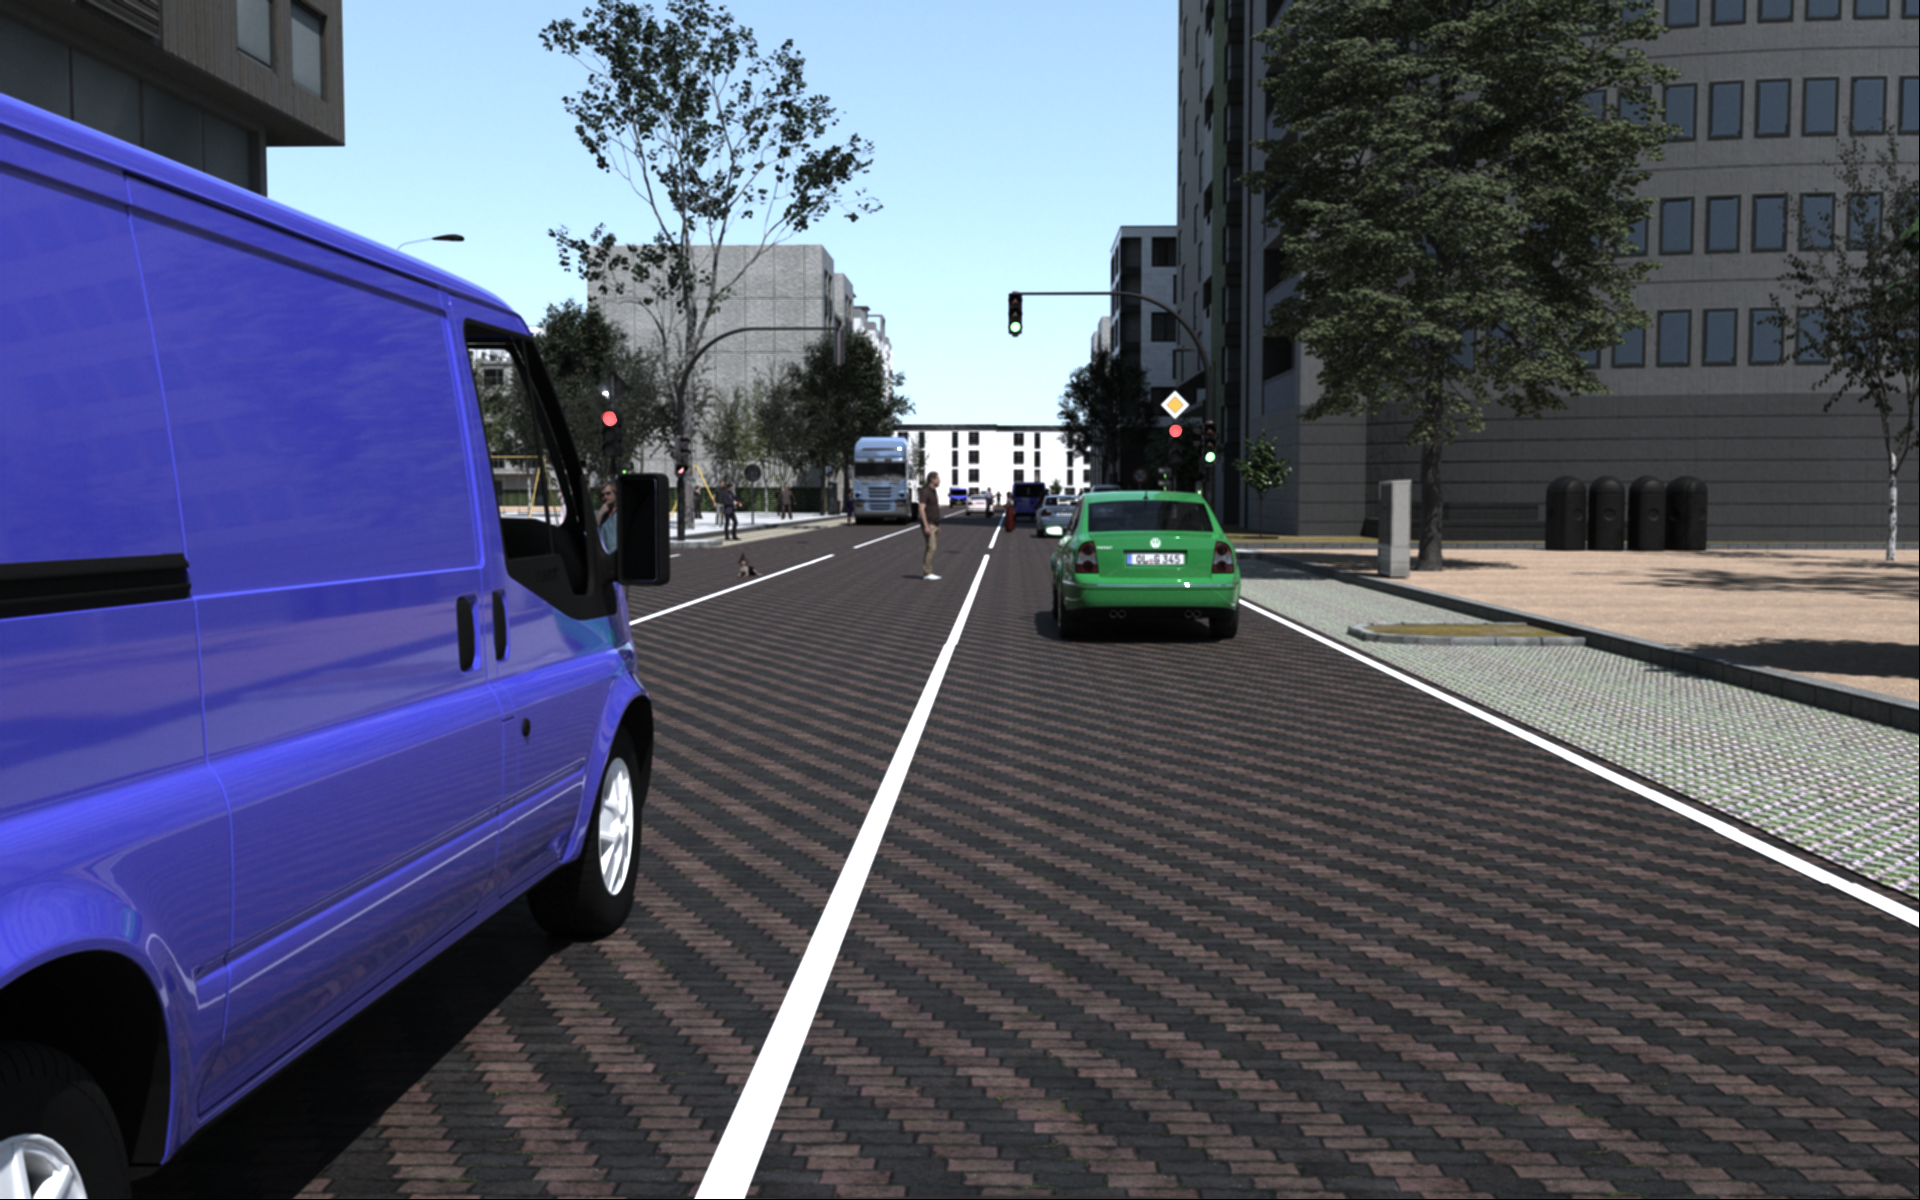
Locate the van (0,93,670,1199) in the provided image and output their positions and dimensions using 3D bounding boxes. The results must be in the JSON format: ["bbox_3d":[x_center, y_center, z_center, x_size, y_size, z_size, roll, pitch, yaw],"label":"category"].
[{"bbox_3d":[-2.115,0.027,3.938,2.240,2.365,5.245,0,4,3],"label":"van"}]

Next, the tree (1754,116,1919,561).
[{"bbox_3d":[17.757,-5.059,33.080,4.360,8.622,3.978,0,3,0],"label":"tree"}]

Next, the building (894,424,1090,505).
[{"bbox_3d":[4.510,-16.533,212.468,28.070,9.664,9.099,0,4,2],"label":"building"}]

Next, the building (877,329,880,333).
[{"bbox_3d":[-26.281,-23.177,222.918,32.646,21.610,27.936,0,4,2],"label":"building"}]

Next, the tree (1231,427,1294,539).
[{"bbox_3d":[8.842,-3.393,50.074,1.663,3.219,1.824,0,3,0],"label":"tree"}]

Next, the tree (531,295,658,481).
[{"bbox_3d":[-22.286,-11.188,99.939,9.611,12.733,9.660,0,3,0],"label":"tree"}]

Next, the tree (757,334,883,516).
[{"bbox_3d":[-8.269,-10.238,101.810,8.767,10.594,7.601,1,4,16],"label":"tree"}]

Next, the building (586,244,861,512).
[{"bbox_3d":[-17.641,-16.658,138.814,16.747,18.905,31.486,0,4,2],"label":"building"}]

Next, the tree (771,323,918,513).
[{"bbox_3d":[-7.627,-12.187,116.270,9.611,12.733,9.660,0,3,0],"label":"tree"}]

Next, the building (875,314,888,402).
[{"bbox_3d":[-15.870,-19.294,171.869,16.016,20.091,11.380,0,4,2],"label":"building"}]

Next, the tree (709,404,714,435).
[{"bbox_3d":[-15.488,-10.388,120.207,4.737,8.622,4.395,0,3,0],"label":"tree"}]

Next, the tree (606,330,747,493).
[{"bbox_3d":[-12.479,-7.697,76.200,4.360,8.622,3.978,0,3,0],"label":"tree"}]

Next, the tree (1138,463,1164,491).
[{"bbox_3d":[10.429,-6.018,92.990,1.663,3.219,1.824,0,3,0],"label":"tree"}]

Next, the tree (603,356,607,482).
[{"bbox_3d":[-15.489,-8.086,82.566,4.360,8.622,3.978,0,3,0],"label":"tree"}]

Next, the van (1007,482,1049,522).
[{"bbox_3d":[3.612,-5.330,91.537,2.240,2.365,5.245,0,4,1],"label":"van"}]

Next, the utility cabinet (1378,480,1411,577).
[{"bbox_3d":[6.710,-1.109,26.819,0.318,1.500,1.173,0,4,4],"label":"utility cabinet"}]

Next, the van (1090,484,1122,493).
[{"bbox_3d":[6.580,-4.362,78.336,2.013,2.044,4.112,0,4,2],"label":"van"}]

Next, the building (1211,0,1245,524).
[{"bbox_3d":[18.390,-24.174,78.842,14.154,41.232,14.086,0,4,2],"label":"building"}]

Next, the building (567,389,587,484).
[{"bbox_3d":[-34.632,-19.775,189.780,31.486,18.905,16.747,0,4,2],"label":"building"}]

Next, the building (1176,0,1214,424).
[{"bbox_3d":[28.099,-31.664,106.946,28.713,52.752,27.495,0,4,2],"label":"building"}]

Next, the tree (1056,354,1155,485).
[{"bbox_3d":[10.710,-12.342,127.542,9.928,11.665,9.643,0,3,0],"label":"tree"}]

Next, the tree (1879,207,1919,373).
[{"bbox_3d":[7.942,-1.693,11.392,4.285,4.588,4.351,0,3,0],"label":"tree"}]

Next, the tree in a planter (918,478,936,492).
[{"bbox_3d":[-3.399,-10.974,176.648,1.991,3.239,1.994,0,4,2],"label":"tree in a planter"}]

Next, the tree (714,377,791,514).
[{"bbox_3d":[-12.218,-9.677,108.585,4.737,8.622,4.395,0,3,0],"label":"tree"}]

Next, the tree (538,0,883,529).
[{"bbox_3d":[-9.099,-12.709,63.689,12.611,20.169,13.585,0,3,0],"label":"tree"}]

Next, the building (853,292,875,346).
[{"bbox_3d":[-16.592,-18.577,160.147,16.016,20.091,11.380,0,4,2],"label":"building"}]

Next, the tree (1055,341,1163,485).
[{"bbox_3d":[9.284,-10.495,105.997,7.601,10.594,8.767,0,4,5],"label":"tree"}]

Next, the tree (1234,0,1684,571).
[{"bbox_3d":[8.159,-6.774,28.887,7.486,12.596,7.792,0,3,0],"label":"tree"}]

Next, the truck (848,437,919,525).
[{"bbox_3d":[-3.584,-5.973,87.419,2.967,4.110,18.799,0,4,0],"label":"truck"}]

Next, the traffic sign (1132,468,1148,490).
[{"bbox_3d":[8.742,-5.132,84.021,0.768,2.556,0.104,1,4,11],"label":"traffic sign"}]

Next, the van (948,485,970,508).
[{"bbox_3d":[-0.126,-10.818,181.259,2.240,2.365,5.245,0,3,0],"label":"van"}]

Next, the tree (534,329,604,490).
[{"bbox_3d":[-18.805,-7.705,76.342,4.360,8.622,3.978,0,3,0],"label":"tree"}]

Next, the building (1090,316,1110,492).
[{"bbox_3d":[22.660,-19.190,180.215,16.747,18.905,31.486,0,4,2],"label":"building"}]

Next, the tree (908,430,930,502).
[{"bbox_3d":[-5.273,-15.231,199.381,4.360,8.622,3.978,0,3,0],"label":"tree"}]

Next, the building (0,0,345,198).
[{"bbox_3d":[-26.384,-26.510,22.683,27.495,52.752,28.713,0,4,2],"label":"building"}]

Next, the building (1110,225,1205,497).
[{"bbox_3d":[26.635,-18.594,147.990,27.936,21.610,32.646,0,4,2],"label":"building"}]

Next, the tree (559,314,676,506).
[{"bbox_3d":[-23.821,-12.534,115.308,12.009,13.543,11.850,0,3,0],"label":"tree"}]

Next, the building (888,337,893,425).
[{"bbox_3d":[-13.224,-20.317,188.601,11.380,20.091,16.016,0,4,2],"label":"building"}]

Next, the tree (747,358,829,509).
[{"bbox_3d":[-9.354,-8.714,92.840,4.360,8.622,3.978,0,3,0],"label":"tree"}]

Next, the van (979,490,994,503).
[{"bbox_3d":[2.927,-11.402,193.431,2.013,2.044,4.112,0,4,2],"label":"van"}]

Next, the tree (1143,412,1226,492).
[{"bbox_3d":[9.052,-5.267,69.826,4.285,4.588,4.351,0,3,0],"label":"tree"}]

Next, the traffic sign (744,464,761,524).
[{"bbox_3d":[-8.841,-4.509,73.826,0.768,2.556,0.104,1,4,10],"label":"traffic sign"}]

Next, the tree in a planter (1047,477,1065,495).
[{"bbox_3d":[9.756,-10.925,175.847,1.991,3.239,1.994,0,4,2],"label":"tree in a planter"}]

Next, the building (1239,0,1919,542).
[{"bbox_3d":[24.422,-31.372,54.930,28.212,58.520,21.231,0,4,2],"label":"building"}]

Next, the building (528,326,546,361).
[{"bbox_3d":[-59.220,-23.253,224.157,32.646,21.610,27.936,0,4,2],"label":"building"}]
